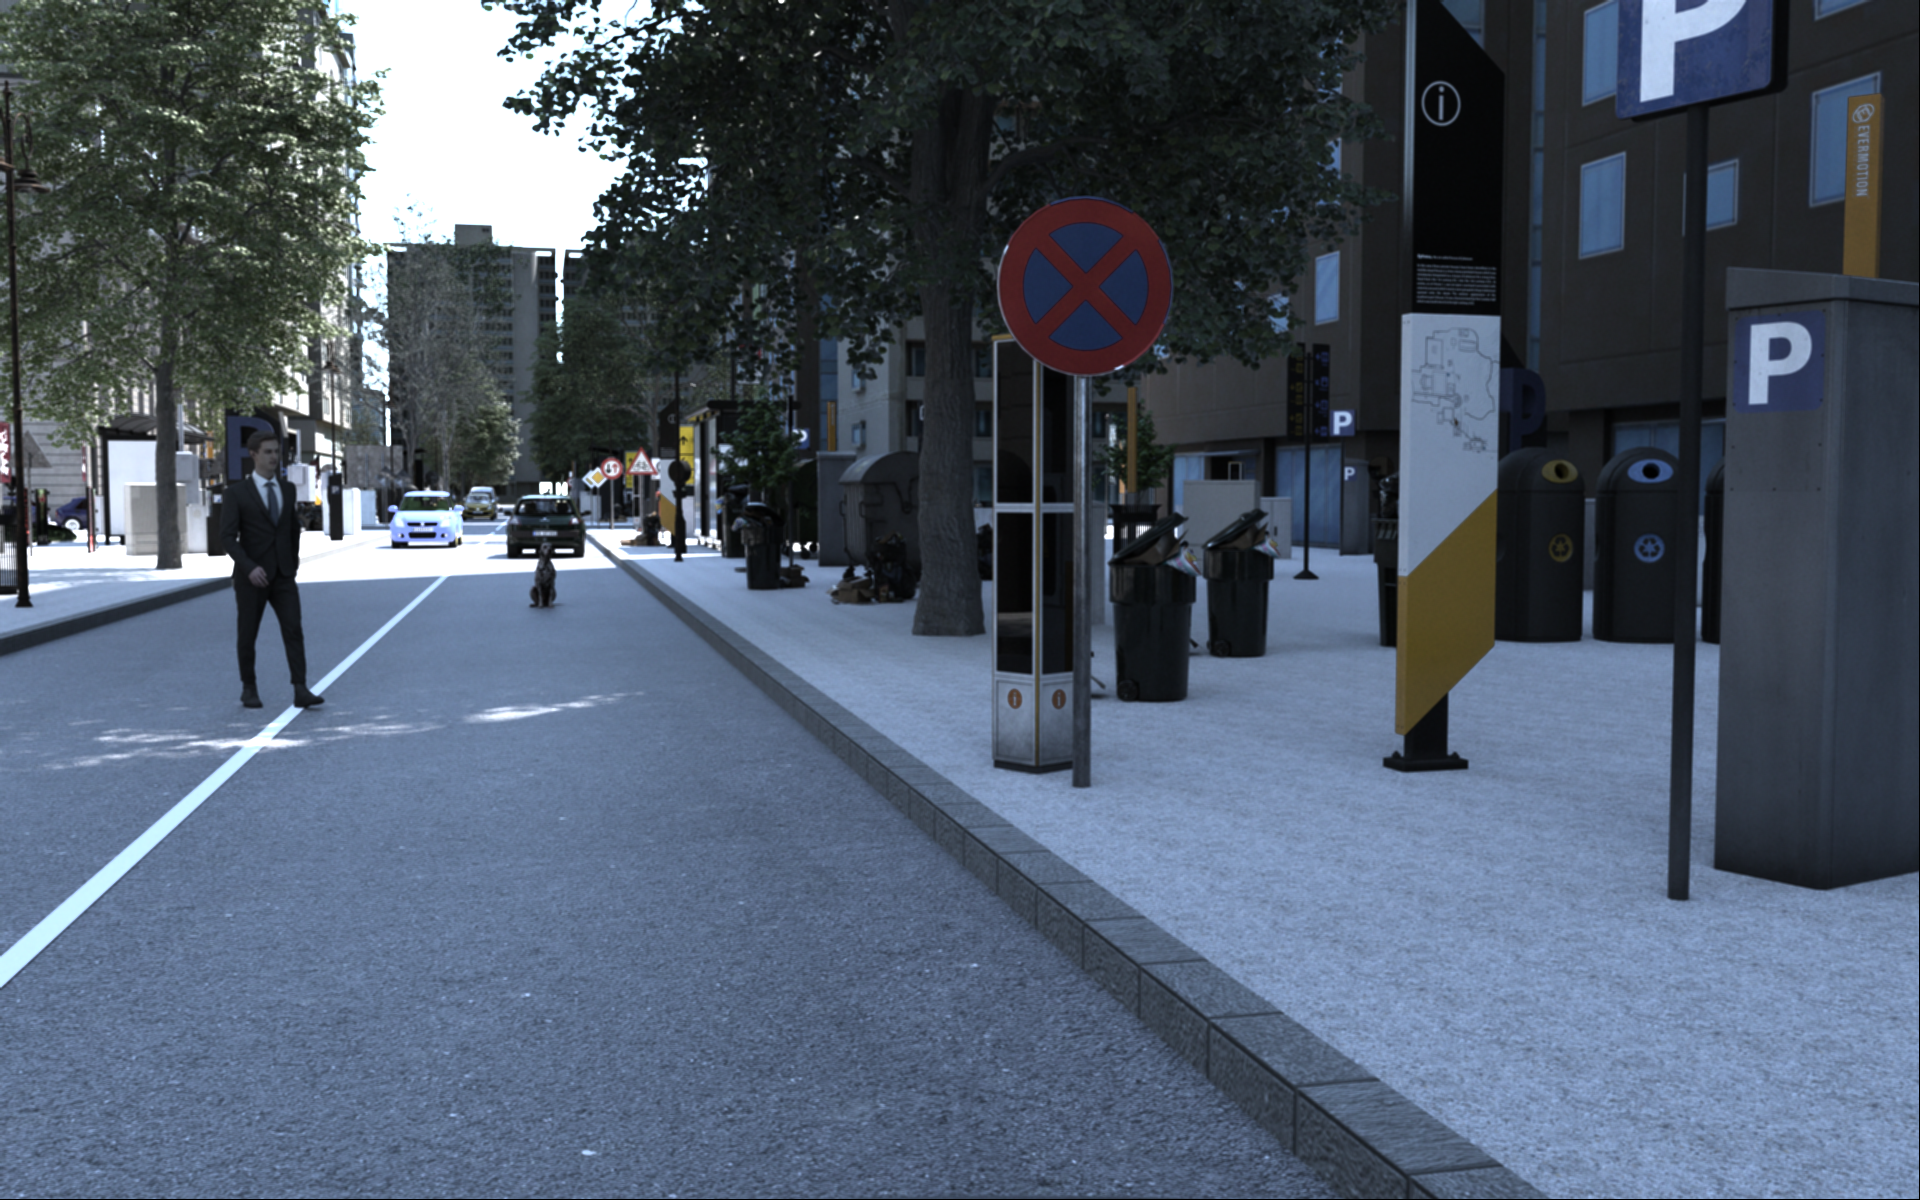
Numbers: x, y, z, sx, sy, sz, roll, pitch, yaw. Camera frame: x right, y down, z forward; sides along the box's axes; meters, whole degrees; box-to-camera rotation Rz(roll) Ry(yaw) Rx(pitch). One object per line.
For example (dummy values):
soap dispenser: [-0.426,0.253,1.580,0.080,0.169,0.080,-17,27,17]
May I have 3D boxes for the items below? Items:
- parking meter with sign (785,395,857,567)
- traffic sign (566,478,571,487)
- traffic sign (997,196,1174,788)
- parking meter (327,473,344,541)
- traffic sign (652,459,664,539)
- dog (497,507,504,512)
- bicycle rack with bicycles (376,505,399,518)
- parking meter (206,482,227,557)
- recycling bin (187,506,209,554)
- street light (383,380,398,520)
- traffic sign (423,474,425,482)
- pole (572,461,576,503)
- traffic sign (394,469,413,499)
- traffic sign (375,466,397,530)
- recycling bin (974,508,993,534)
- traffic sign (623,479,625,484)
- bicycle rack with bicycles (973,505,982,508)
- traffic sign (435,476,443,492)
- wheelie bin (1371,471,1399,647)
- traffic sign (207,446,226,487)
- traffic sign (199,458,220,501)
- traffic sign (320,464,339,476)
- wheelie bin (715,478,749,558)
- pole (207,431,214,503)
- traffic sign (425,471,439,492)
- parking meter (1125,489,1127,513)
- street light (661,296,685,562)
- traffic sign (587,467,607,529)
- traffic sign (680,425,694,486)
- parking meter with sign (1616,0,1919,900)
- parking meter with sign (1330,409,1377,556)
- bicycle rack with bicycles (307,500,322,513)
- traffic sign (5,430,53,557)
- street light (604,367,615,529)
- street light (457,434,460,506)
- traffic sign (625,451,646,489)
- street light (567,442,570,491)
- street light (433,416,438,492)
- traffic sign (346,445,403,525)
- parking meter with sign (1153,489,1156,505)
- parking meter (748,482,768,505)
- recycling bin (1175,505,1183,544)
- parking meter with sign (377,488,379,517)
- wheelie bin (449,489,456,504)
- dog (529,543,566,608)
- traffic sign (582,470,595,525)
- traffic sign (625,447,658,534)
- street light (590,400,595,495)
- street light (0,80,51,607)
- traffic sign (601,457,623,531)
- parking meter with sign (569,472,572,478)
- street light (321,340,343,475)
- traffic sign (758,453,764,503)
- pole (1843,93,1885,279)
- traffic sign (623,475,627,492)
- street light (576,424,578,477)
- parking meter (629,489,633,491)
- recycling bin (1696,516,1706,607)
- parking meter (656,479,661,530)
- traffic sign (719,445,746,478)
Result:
parking meter with sign: [-2.172,-2.107,30.711,1.738,3.016,0.543,0,4,-7]
traffic sign: [-29.319,-7.994,130.808,0.768,2.556,0.104,0,4,-4]
traffic sign: [0.534,-0.454,7.522,0.768,2.556,0.104,0,4,-6]
parking meter: [-17.125,-2.554,47.467,0.399,1.863,0.255,-1,4,-20]
traffic sign: [-8.460,-2.881,49.230,0.606,2.300,0.079,-1,4,-12]
dog: [-37.277,-7.337,140.150,0.748,0.427,0.550,-2,4,-25]
bicycle rack with bicycles: [-27.932,-4.420,85.649,2.925,0.926,2.852,-3,5,-40]
parking meter: [-15.322,-1.668,35.683,0.372,1.533,0.369,0,3,0]
recycling bin: [-16.450,-1.517,37.351,0.722,1.027,0.722,3,5,39]
street light: [-22.983,-5.948,70.039,0.468,5.910,1.993,-1,4,-14]
traffic sign: [-31.356,-6.128,100.291,0.768,2.556,0.104,-1,4,-12]
pole: [-23.724,-6.886,106.425,0.158,3.312,0.155,0,3,0]
traffic sign: [-22.339,-4.027,69.487,0.795,2.450,0.064,-1,4,-14]
traffic sign: [-20.445,-3.553,61.729,0.795,2.450,0.064,-1,4,-14]
recycling bin: [0.438,-1.181,31.856,0.722,1.027,0.722,0,4,3]
traffic sign: [-22.903,-7.014,116.801,0.606,2.300,0.079,0,4,-5]
bicycle rack with bicycles: [2.232,-4.403,85.378,2.852,0.926,2.925,-1,4,-14]
traffic sign: [-36.945,-7.496,122.667,0.768,2.556,0.104,0,4,-7]
wheelie bin: [3.844,-0.398,14.422,0.693,1.594,0.980,-1,4,-14]
traffic sign: [-19.924,-2.871,46.938,0.884,2.594,0.081,0,4,-8]
traffic sign: [-21.370,-2.886,49.319,0.606,2.300,0.079,-1,4,-11]
traffic sign: [-26.325,-4.418,72.335,0.768,2.556,0.104,-1,4,-11]
wheelie bin: [-4.427,-1.652,34.913,0.980,1.594,0.693,-1,4,-15]
pole: [-24.399,-3.827,56.414,0.158,3.312,0.155,0,3,0]
traffic sign: [-28.990,-5.814,95.164,0.768,2.556,0.104,-1,4,-8]
parking meter: [7.573,-4.404,77.711,0.255,1.863,0.399,-3,4,-37]
street light: [-5.359,-3.671,32.814,0.468,5.910,1.993,-1,4,-14]
traffic sign: [-13.256,-3.658,63.456,0.795,2.450,0.064,-1,4,-14]
traffic sign: [-7.276,-3.501,51.109,2.265,3.308,0.079,0,4,-7]
parking meter with sign: [2.982,-0.586,5.834,1.738,3.016,0.543,-2,4,-32]
parking meter with sign: [8.362,-2.465,36.564,0.543,3.016,1.738,2,4,33]
bicycle rack with bicycles: [-49.326,-7.308,132.867,2.852,0.926,2.925,0,4,-6]
traffic sign: [-18.939,-2.156,35.249,0.884,2.594,0.081,-1,4,-10]
street light: [-12.748,-5.528,63.171,0.468,5.910,1.993,-1,4,-14]
street light: [-38.001,-9.690,131.226,0.468,5.910,1.993,-1,4,-14]
traffic sign: [-14.779,-5.416,82.427,2.265,3.308,0.079,-1,4,-9]
street light: [-32.492,-10.468,143.946,0.468,5.910,1.993,-1,4,-14]
street light: [-30.495,-7.836,100.898,0.468,5.910,1.993,-1,4,-14]
traffic sign: [-24.347,-4.784,72.091,2.265,3.308,0.079,-1,4,-9]
parking meter with sign: [6.967,-3.880,59.700,0.543,3.016,1.738,2,4,23]
parking meter: [-3.870,-1.515,33.174,0.372,1.533,0.369,0,3,0]
recycling bin: [5.324,-1.666,39.800,0.722,1.027,0.722,0,4,5]
parking meter with sign: [-32.917,-6.056,95.274,1.738,3.016,0.543,-1,4,-15]
wheelie bin: [-34.703,-6.675,117.046,0.980,1.594,0.693,3,4,37]
dog: [-5.217,-0.321,22.079,0.513,0.831,0.800,1,4,19]
traffic sign: [-15.151,-4.133,71.214,0.795,2.450,0.064,-1,4,-14]
traffic sign: [-8.724,-2.905,47.505,0.884,2.594,0.081,0,4,-4]
street light: [-17.583,-6.722,82.692,0.468,5.910,1.993,-1,4,-14]
street light: [-10.643,-2.858,19.515,0.468,5.910,1.993,-1,4,-14]
traffic sign: [-12.097,-3.678,60.245,0.768,2.556,0.104,0,4,-7]
parking meter with sign: [-29.475,-8.450,134.412,0.543,3.016,1.738,2,4,35]
street light: [-18.038,-4.714,49.870,0.468,5.910,1.993,-1,4,-14]
traffic sign: [-3.619,-1.947,31.939,0.768,2.556,0.104,0,4,-5]
pole: [4.655,-0.927,8.993,0.158,3.312,0.155,0,3,0]
traffic sign: [-22.652,-7.179,117.480,0.768,2.556,0.104,0,4,-5]
street light: [-25.123,-8.611,113.585,0.468,5.910,1.993,-1,4,-14]
parking meter: [-27.181,-8.399,143.027,0.255,1.863,0.399,0,4,6]
recycling bin: [8.309,-0.457,20.033,0.722,1.027,0.722,1,4,10]
parking meter: [-10.928,-3.471,62.465,0.255,1.863,0.399,2,4,30]
traffic sign: [-4.658,-2.052,35.675,0.606,2.300,0.079,0,4,-4]
